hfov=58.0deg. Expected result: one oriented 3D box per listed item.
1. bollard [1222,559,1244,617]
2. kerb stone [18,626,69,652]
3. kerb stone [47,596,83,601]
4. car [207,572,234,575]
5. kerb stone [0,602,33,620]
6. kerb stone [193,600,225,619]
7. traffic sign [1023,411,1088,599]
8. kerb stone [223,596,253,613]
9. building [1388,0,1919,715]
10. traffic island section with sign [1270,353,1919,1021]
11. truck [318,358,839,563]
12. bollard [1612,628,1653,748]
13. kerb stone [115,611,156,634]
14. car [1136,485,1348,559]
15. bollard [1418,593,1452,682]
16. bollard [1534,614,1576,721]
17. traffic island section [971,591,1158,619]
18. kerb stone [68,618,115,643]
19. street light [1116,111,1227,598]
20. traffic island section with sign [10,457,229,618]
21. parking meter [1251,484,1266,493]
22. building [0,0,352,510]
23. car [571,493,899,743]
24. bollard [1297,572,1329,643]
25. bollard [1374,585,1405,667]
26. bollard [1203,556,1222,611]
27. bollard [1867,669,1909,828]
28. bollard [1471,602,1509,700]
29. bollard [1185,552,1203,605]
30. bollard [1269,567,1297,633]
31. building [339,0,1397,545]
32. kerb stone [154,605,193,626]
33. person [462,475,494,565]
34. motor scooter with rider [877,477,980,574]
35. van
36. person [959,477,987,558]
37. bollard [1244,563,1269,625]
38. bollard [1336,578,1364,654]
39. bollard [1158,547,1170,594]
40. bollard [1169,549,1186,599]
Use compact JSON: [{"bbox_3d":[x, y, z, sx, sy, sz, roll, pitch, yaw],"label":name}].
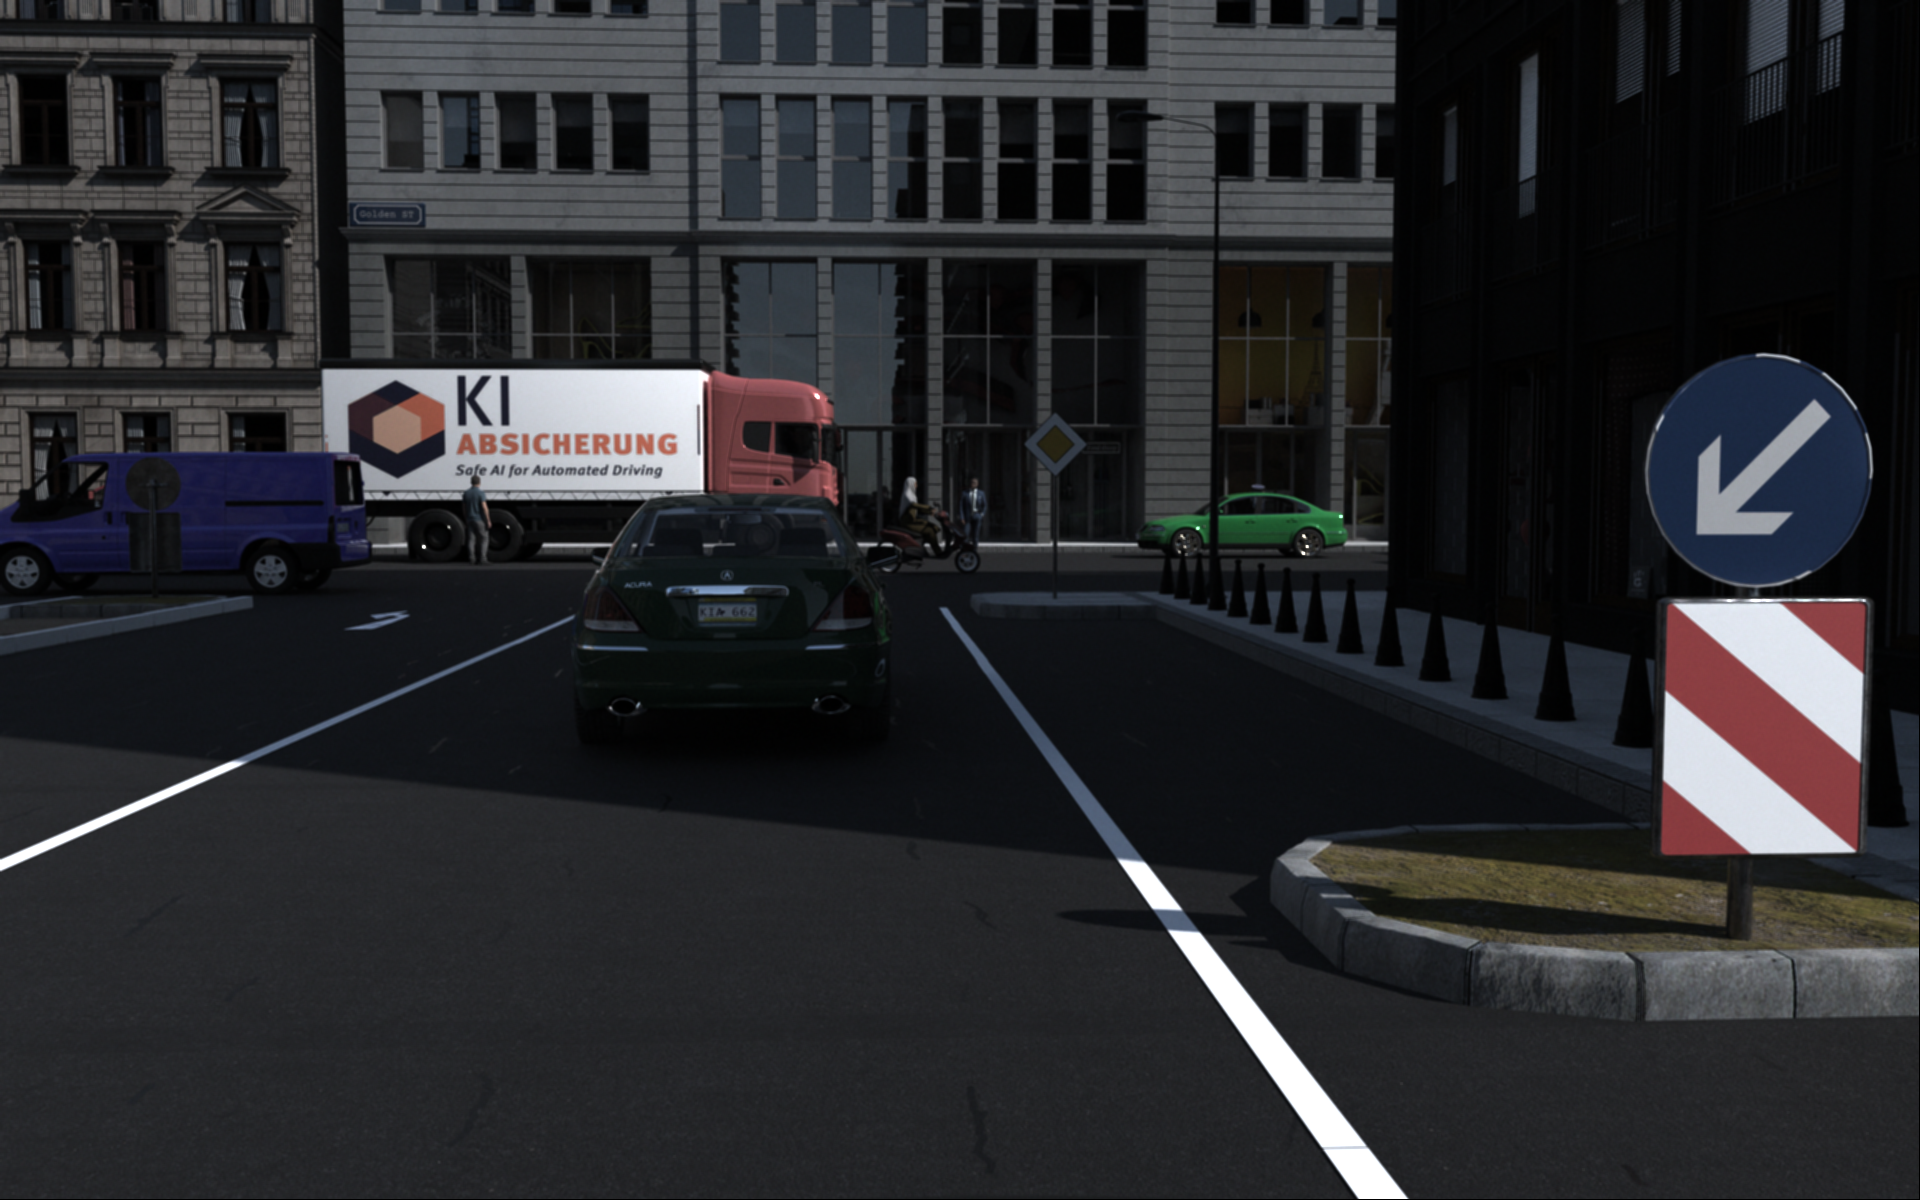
[{"bbox_3d":[2.909,-0.128,18.128,0.229,0.601,0.229,0,3,0],"label":"bollard"},{"bbox_3d":[-8.614,0.375,16.139,0.120,0.150,1.000,0,4,-3],"label":"kerb stone"},{"bbox_3d":[-11.026,0.060,21.212,0.120,0.150,1.000,0,4,-3],"label":"kerb stone"},{"bbox_3d":[-14.607,-1.388,31.374,5.304,1.827,2.281,0,4,-3],"label":"car"},{"bbox_3d":[-10.965,0.123,20.189,0.120,0.150,1.000,0,4,-3],"label":"kerb stone"},{"bbox_3d":[-8.861,0.124,20.232,0.120,0.150,1.000,0,4,-3],"label":"kerb stone"},{"bbox_3d":[1.160,-1.072,21.169,0.795,2.450,0.064,0,4,-3],"label":"traffic sign"},{"bbox_3d":[-8.916,0.058,21.258,0.120,0.150,1.000,0,4,-3],"label":"kerb stone"},{"bbox_3d":[11.457,-11.117,11.440,12.332,23.373,15.834,0,4,-3],"label":"building"},{"bbox_3d":[2.107,0.181,5.667,1.989,1.847,2.006,0,4,-3],"label":"traffic island section with sign"},{"bbox_3d":[-7.611,-2.946,37.081,11.283,4.237,2.839,0,4,-1],"label":"truck"},{"bbox_3d":[3.456,0.441,8.837,0.229,0.601,0.229,0,3,0],"label":"bollard"},{"bbox_3d":[-8.733,0.252,18.185,0.120,0.150,1.000,0,4,-3],"label":"kerb stone"},{"bbox_3d":[6.351,-1.862,39.233,4.718,1.807,1.959,0,4,-3],"label":"car"},{"bbox_3d":[3.277,0.251,11.932,0.229,0.601,0.229,0,3,0],"label":"bollard"},{"bbox_3d":[3.396,0.378,9.862,0.229,0.601,0.229,0,3,0],"label":"bollard"},{"bbox_3d":[1.183,0.063,21.247,2.009,0.180,2.903,0,4,-3],"label":"traffic island section"},{"bbox_3d":[-8.674,0.310,17.162,0.120,0.150,1.000,0,4,-3],"label":"kerb stone"},{"bbox_3d":[2.592,-2.976,21.203,1.470,5.913,1.316,0,4,-3],"label":"street light"},{"bbox_3d":[-9.940,-0.777,20.833,2.006,1.907,1.989,0,4,-3],"label":"traffic island section with sign"},{"bbox_3d":[7.649,-2.205,44.463,0.372,1.533,0.369,0,3,0],"label":"parking meter"},{"bbox_3d":[-25.450,-11.195,47.672,19.286,19.102,10.561,0,4,-3],"label":"building"},{"bbox_3d":[-1.436,0.020,11.472,2.131,1.459,4.920,0,4,-5],"label":"car"},{"bbox_3d":[3.090,0.061,15.043,0.229,0.601,0.229,0,3,0],"label":"bollard"},{"bbox_3d":[3.216,0.188,12.961,0.229,0.601,0.229,0,3,0],"label":"bollard"},{"bbox_3d":[2.851,-0.190,19.156,0.229,0.601,0.229,0,3,0],"label":"bollard"},{"bbox_3d":[3.582,0.568,6.755,0.229,0.601,0.229,0,3,0],"label":"bollard"},{"bbox_3d":[3.337,0.315,10.895,0.229,0.601,0.229,0,3,0],"label":"bollard"},{"bbox_3d":[2.787,-0.253,20.182,0.229,0.601,0.229,0,3,0],"label":"bollard"},{"bbox_3d":[3.032,-0.002,16.073,0.229,0.601,0.229,0,3,0],"label":"bollard"},{"bbox_3d":[-0.964,-16.621,49.238,29.804,29.767,11.434,0,4,-3],"label":"building"},{"bbox_3d":[-8.794,0.183,19.207,0.120,0.150,1.000,0,4,-3],"label":"kerb stone"},{"bbox_3d":[-9.726,-1.611,34.963,0.598,1.807,0.434,2,4,32],"label":"person"},{"bbox_3d":[-0.623,-1.353,31.091,1.986,1.779,0.876,0,4,-2],"label":"motor scooter with rider"},{"bbox_3d":[-11.453,-1.276,25.242,5.245,2.365,2.240,0,4,-4],"label":"van"},{"bbox_3d":[0.249,-1.822,38.468,0.721,1.800,0.419,-1,4,-11],"label":"person"},{"bbox_3d":[2.971,-0.065,17.098,0.229,0.601,0.229,0,3,0],"label":"bollard"},{"bbox_3d":[3.156,0.125,13.997,0.229,0.601,0.229,0,3,0],"label":"bollard"},{"bbox_3d":[2.666,-0.379,22.244,0.229,0.601,0.229,0,3,0],"label":"bollard"},{"bbox_3d":[2.728,-0.316,21.207,0.229,0.601,0.229,0,3,0],"label":"bollard"}]
